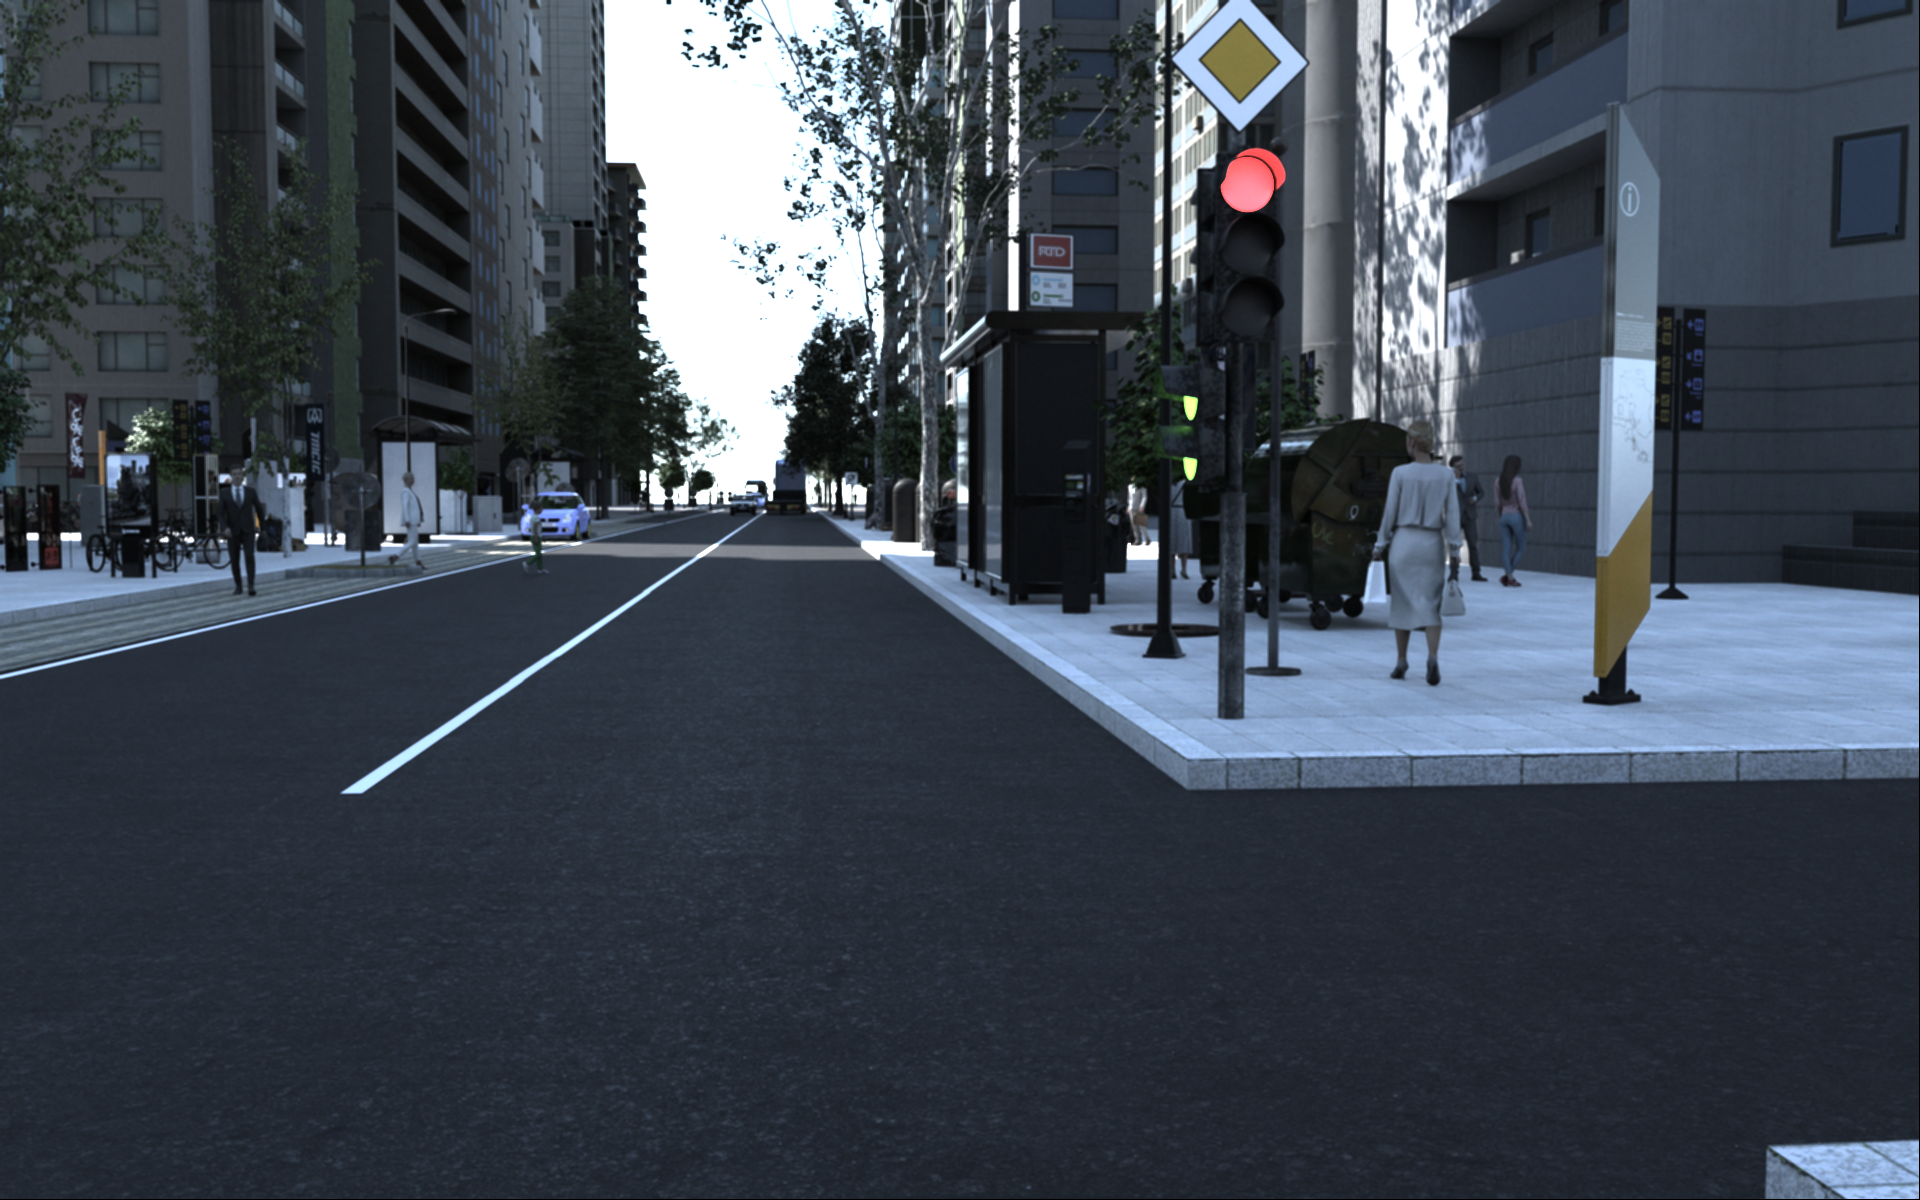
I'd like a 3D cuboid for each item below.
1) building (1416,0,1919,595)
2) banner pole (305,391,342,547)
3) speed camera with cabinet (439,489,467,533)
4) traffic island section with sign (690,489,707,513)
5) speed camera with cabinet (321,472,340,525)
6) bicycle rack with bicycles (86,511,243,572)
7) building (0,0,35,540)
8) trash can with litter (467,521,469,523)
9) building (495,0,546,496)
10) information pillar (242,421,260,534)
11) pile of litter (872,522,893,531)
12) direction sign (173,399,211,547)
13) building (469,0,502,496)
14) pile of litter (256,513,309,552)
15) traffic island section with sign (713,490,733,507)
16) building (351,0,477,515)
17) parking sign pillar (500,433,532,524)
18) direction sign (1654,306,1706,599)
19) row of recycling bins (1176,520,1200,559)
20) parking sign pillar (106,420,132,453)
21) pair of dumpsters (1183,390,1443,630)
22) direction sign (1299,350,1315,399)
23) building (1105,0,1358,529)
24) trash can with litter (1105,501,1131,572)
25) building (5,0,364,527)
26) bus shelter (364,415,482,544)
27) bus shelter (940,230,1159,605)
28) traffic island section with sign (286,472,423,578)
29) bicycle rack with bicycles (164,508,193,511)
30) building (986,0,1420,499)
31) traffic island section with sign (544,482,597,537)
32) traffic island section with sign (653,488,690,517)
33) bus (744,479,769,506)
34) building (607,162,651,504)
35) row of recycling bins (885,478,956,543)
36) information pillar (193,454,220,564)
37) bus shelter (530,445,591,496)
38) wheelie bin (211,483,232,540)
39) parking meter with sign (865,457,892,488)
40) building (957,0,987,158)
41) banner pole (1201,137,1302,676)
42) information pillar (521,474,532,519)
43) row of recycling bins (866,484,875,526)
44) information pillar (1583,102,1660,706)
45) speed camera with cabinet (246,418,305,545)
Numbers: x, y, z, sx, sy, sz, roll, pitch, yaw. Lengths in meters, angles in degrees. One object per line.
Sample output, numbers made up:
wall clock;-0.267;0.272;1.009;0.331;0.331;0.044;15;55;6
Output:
building;23.353;-29.774;28.806;28.212;58.520;21.231;0;4;-6
banner pole;-15.528;-3.190;42.168;0.863;3.779;0.401;0;4;6
speed camera with cabinet;-17.512;-3.898;58.076;2.038;3.252;0.660;2;4;26
traffic island section with sign;-20.762;-7.742;135.210;1.989;1.847;2.006;0;4;-6
speed camera with cabinet;-25.442;-4.748;71.966;2.038;3.252;0.660;-2;4;-28
bicycle rack with bicycles;-13.568;-0.976;29.333;2.852;0.926;2.925;1;4;20
building;-34.833;-25.334;33.823;23.786;49.044;30.456;0;4;-6
trash can with litter;-22.166;-3.998;76.424;1.678;1.210;2.233;0;4;5
building;-46.566;-33.105;130.505;28.713;52.752;27.495;0;4;-6
information pillar;-22.790;-3.934;55.678;0.504;3.616;0.183;-3;4;-36
pile of litter;-2.317;-2.834;60.305;1.719;0.858;1.176;-2;4;-28
direction sign;-18.504;-3.047;41.811;0.379;3.537;0.876;3;5;43
building;-37.659;-28.136;110.136;14.600;45.320;14.200;0;4;-6
pile of litter;-15.168;-1.526;38.914;1.176;0.858;1.719;1;4;11
traffic island section with sign;-26.181;-11.133;190.653;1.989;1.847;2.006;0;4;-6
building;-38.795;-28.641;91.976;21.300;48.544;21.600;0;4;-6
parking sign pillar;-19.359;-5.323;75.505;1.447;3.967;1.447;0;4;7
direction sign;8.742;-1.784;21.160;0.876;3.537;0.379;-2;4;-26
row of recycling bins;5.976;-1.709;35.051;3.534;1.692;1.069;-2;4;-28
parking sign pillar;-30.308;-4.554;62.936;1.447;3.967;1.447;0;4;-4
pair of dumpsters;3.607;-0.965;18.278;1.574;2.255;4.437;0;4;-6
direction sign;5.547;-2.188;27.763;0.379;3.537;0.876;0;4;-2
building;21.252;-23.153;70.431;32.217;40.220;23.993;0;4;-6
trash can with litter;2.282;-1.039;28.367;1.055;1.170;0.624;3;5;40
building;-33.951;-23.739;71.727;14.154;41.232;14.086;0;4;-6
bus shelter;-14.519;-3.261;47.236;2.014;3.302;5.546;0;4;-6
bus shelter;0.943;-2.845;24.148;2.179;5.291;8.768;0;4;-6
traffic island section with sign;-10.519;-1.324;30.273;1.989;1.847;2.006;0;4;-6
bicycle rack with bicycles;-20.233;-1.903;44.500;2.925;0.926;2.852;1;4;22
building;12.110;-34.360;103.782;21.231;58.520;28.212;0;4;-6
traffic island section with sign;-13.234;-3.026;58.098;1.989;1.847;2.006;0;4;-6
traffic island section with sign;-18.136;-6.094;108.269;1.989;1.847;2.006;0;4;-6
bus;-24.990;-13.266;211.763;2.948;3.499;13.247;0;4;-7
building;-51.651;-34.708;222.106;22.147;44.769;28.867;0;4;-6
row of recycling bins;-0.334;-2.319;45.033;3.534;1.692;1.069;3;4;38
information pillar;-13.884;-1.678;31.927;0.304;2.012;0.304;1;4;18
bus shelter;-17.140;-4.915;74.277;2.014;3.302;5.546;0;4;-6
wheelie bin;-20.571;-2.487;48.569;0.693;1.594;0.980;3;5;40
parking meter with sign;-3.555;-5.211;81.462;1.738;3.016;0.543;-1;4;-18
building;6.599;-26.996;124.983;14.154;41.232;14.086;0;4;-6
banner pole;2.026;-1.355;12.176;0.863;3.779;0.401;-2;4;-23
information pillar;-16.072;-3.652;64.198;0.304;2.012;0.304;-2;4;-34
row of recycling bins;-3.149;-3.835;69.807;1.069;1.692;3.534;-1;4;-10
information pillar;4.081;-1.178;10.610;0.504;3.616;0.183;-3;4;-37
speed camera with cabinet;-17.655;-3.076;44.626;2.038;3.252;0.660;3;5;42
